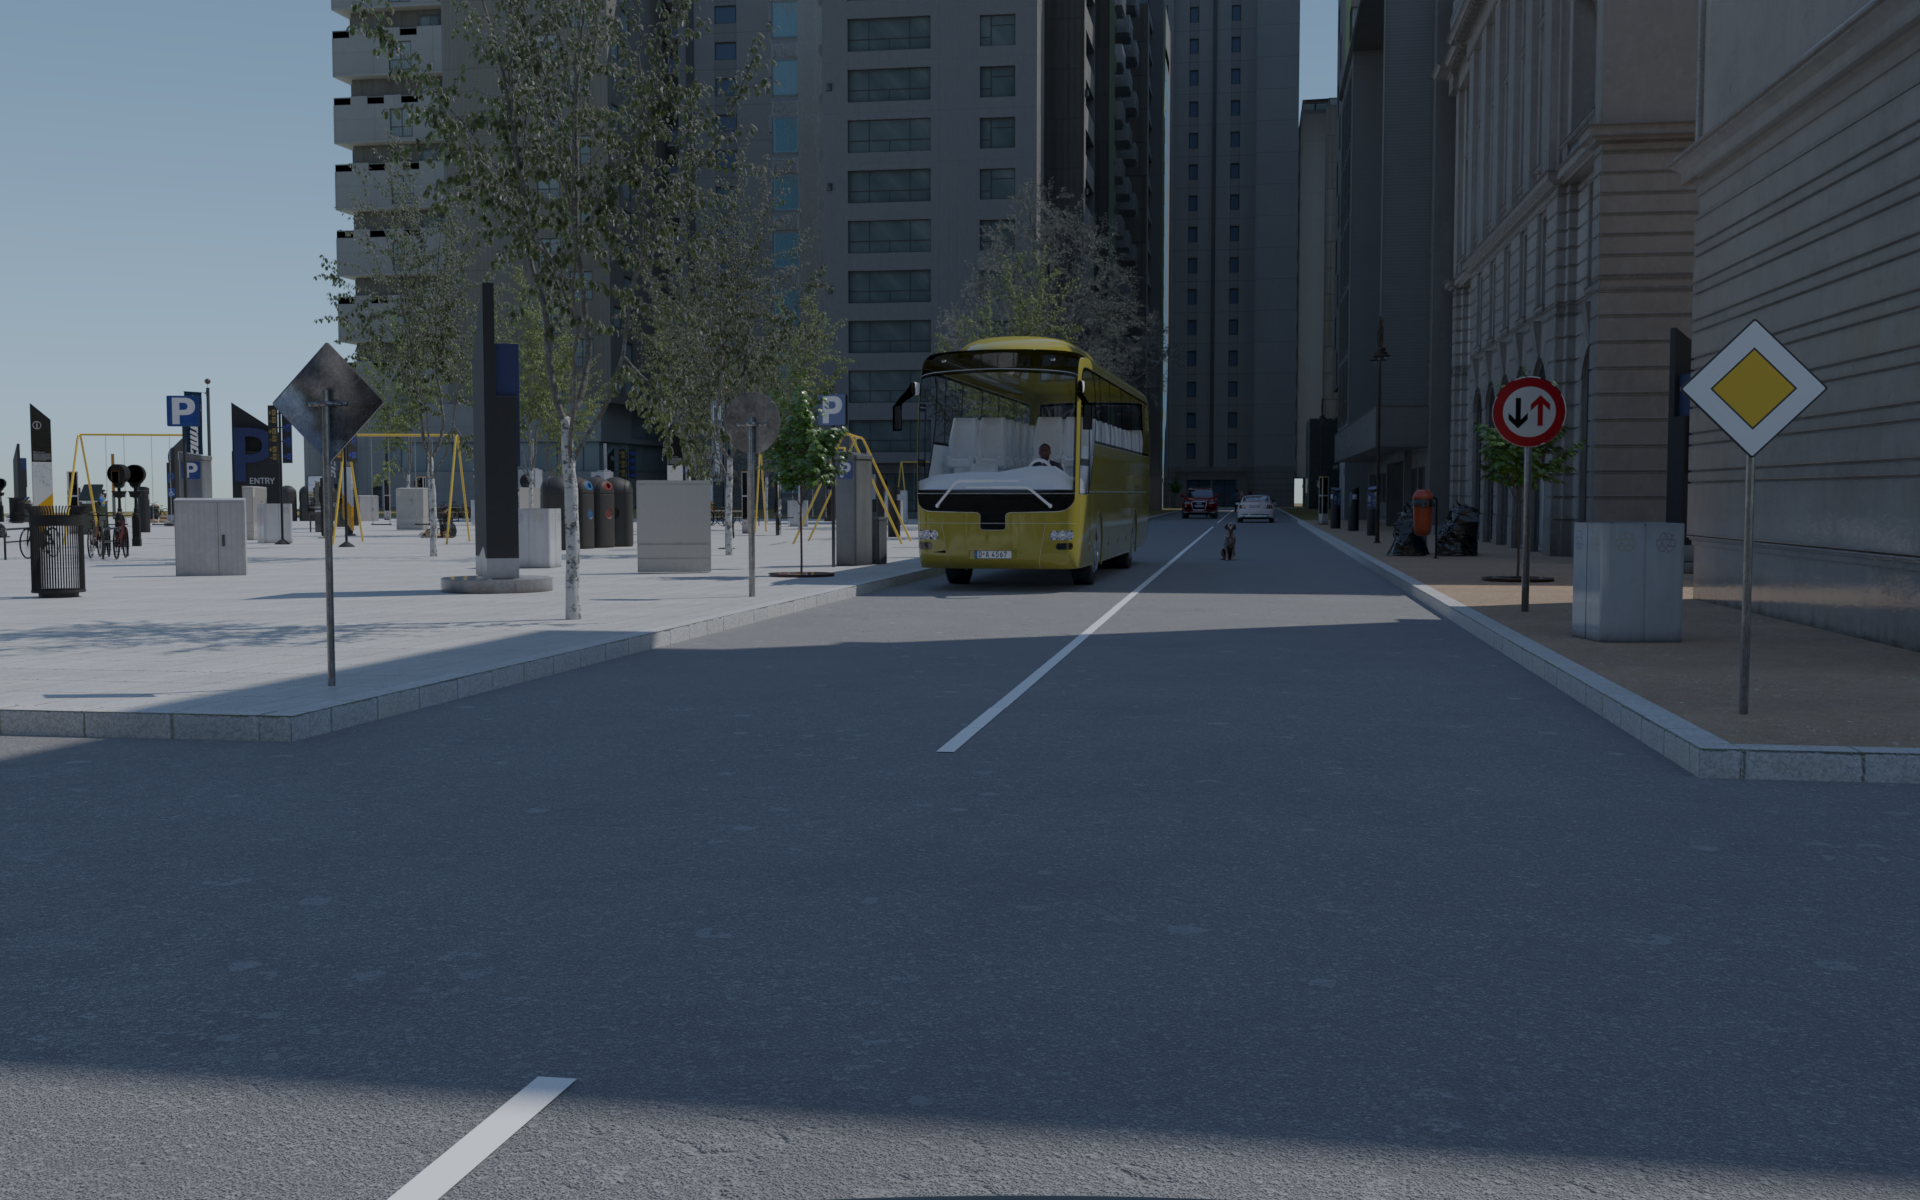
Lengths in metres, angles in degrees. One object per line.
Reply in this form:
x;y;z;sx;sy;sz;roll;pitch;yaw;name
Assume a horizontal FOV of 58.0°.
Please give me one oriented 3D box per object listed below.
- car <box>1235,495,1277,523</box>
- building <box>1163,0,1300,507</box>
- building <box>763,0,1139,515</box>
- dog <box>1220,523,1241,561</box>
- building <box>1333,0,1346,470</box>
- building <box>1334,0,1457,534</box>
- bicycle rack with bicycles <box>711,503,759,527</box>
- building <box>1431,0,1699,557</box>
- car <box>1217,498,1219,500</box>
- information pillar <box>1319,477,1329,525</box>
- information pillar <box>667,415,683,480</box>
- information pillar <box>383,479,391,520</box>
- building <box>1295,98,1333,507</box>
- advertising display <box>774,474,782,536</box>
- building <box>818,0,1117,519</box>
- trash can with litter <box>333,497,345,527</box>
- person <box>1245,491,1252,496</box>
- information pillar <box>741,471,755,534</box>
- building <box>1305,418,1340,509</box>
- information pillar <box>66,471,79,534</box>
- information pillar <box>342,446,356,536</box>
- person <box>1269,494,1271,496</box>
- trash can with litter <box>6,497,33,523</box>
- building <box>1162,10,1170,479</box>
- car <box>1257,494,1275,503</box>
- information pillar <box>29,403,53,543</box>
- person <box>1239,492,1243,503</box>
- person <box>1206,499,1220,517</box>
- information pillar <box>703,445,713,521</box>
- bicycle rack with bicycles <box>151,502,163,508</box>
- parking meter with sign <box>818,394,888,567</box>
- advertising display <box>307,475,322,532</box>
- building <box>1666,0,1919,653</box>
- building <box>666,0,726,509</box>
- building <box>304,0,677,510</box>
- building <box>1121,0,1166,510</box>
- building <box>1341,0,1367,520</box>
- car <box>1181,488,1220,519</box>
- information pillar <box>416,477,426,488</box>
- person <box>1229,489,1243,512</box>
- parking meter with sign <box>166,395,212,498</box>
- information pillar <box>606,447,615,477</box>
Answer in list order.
15.006;-4.615;87.815;2.083;1.381;4.827;1;4;10;car
20.276;-38.924;178.403;28.212;58.520;21.231;1;4;10;building
0.367;-30.411;116.821;23.786;49.044;30.456;1;4;10;building
5.913;-1.267;37.559;0.513;0.831;0.800;3;4;39;dog
38.157;-31.837;109.780;28.713;52.752;27.495;1;4;10;building
22.765;-15.226;68.014;14.314;24.678;30.058;1;4;10;building
-9.530;-3.435;69.546;2.925;0.926;2.852;-3;5;-43;bicycle rack with bicycles
19.124;-12.187;41.060;13.314;21.916;24.055;1;4;10;building
19.203;-7.753;135.801;2.155;1.783;4.494;1;4;11;car
15.222;-4.159;72.484;0.304;2.012;0.304;-1;4;-18;information pillar
-8.269;-3.608;50.343;0.504;3.616;0.183;-3;5;-42;information pillar
-28.205;-4.941;85.274;0.304;2.012;0.304;-1;4;-12;information pillar
40.669;-29.914;172.688;14.086;41.232;14.154;1;4;10;building
-5.658;-2.976;53.879;0.123;1.923;0.974;0;4;2;advertising display
0.863;-19.704;93.867;14.160;30.474;14.107;1;4;10;building
-24.147;-3.441;67.651;0.624;1.170;1.055;-1;4;-11;trash can with litter
22.378;-7.611;134.408;0.593;1.643;0.415;1;4;9;person
-6.865;-3.159;56.135;0.304;2.012;0.304;3;5;40;information pillar
39.947;-50.505;138.421;22.319;86.520;31.000;1;4;10;building
-28.680;-3.151;56.005;0.304;2.012;0.304;-2;4;-34;information pillar
-18.812;-3.783;53.202;0.504;3.616;0.183;3;4;36;information pillar
22.971;-7.207;129.564;0.421;1.427;0.697;-2;4;-35;person
-42.218;-4.058;77.737;1.055;1.170;0.624;-3;5;-42;trash can with litter
11.065;-30.801;153.714;14.200;45.320;14.600;1;4;10;building
21.072;-6.687;121.330;2.014;1.417;4.499;0;4;8;car
-23.801;-3.274;44.878;0.504;3.616;0.183;-3;5;-43;information pillar
24.374;-8.562;149.960;0.415;1.643;0.593;-3;5;-41;person
15.485;-6.065;107.677;1.348;1.822;0.705;-1;4;-16;person
-12.028;-5.595;82.829;0.504;3.616;0.183;1;4;19;information pillar
-37.249;-4.189;81.864;2.852;0.926;2.925;0;4;7;bicycle rack with bicycles
-1.872;-2.126;31.026;0.543;3.016;1.738;2;4;25;parking meter with sign
-21.537;-3.244;58.256;0.974;1.923;0.123;1;4;23;advertising display
17.759;-10.880;14.043;21.152;22.565;11.583;1;4;10;building
-10.600;-37.391;153.337;28.212;58.520;21.231;1;4;10;building
-38.731;-34.553;154.188;27.495;52.752;28.713;1;4;10;building
8.926;-27.802;138.163;14.154;41.232;14.086;1;4;10;building
27.261;-24.913;90.918;14.154;41.232;14.086;1;4;10;building
14.195;-5.726;102.292;2.281;1.827;5.304;1;4;9;car
-22.722;-4.193;73.053;0.304;2.012;0.304;0;3;0;information pillar
21.981;-7.894;137.558;1.348;1.826;0.705;-1;4;-18;person
-13.887;-2.158;31.541;0.543;3.016;1.738;-1;4;-10;parking meter with sign
-17.437;-5.818;86.484;0.183;3.616;0.504;3;4;36;information pillar
